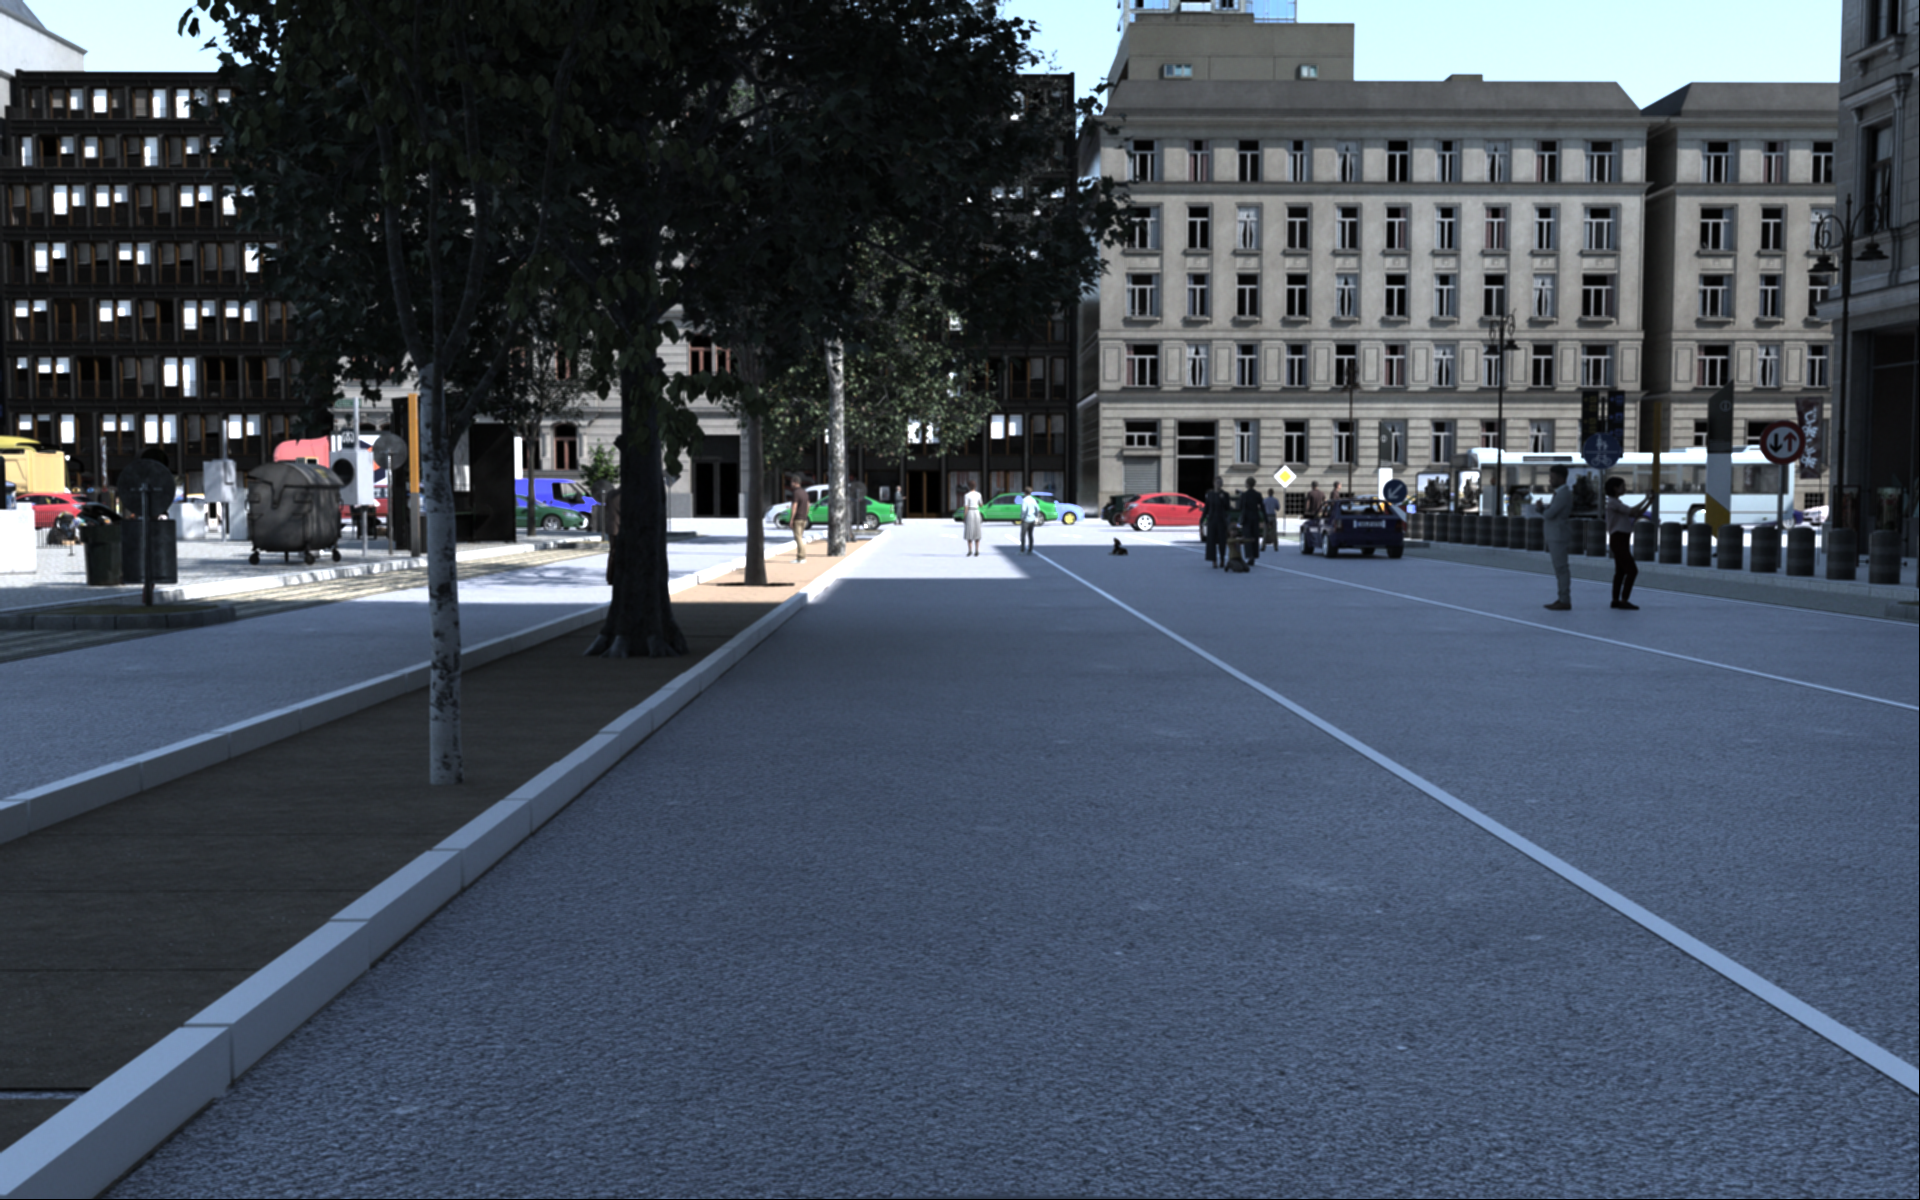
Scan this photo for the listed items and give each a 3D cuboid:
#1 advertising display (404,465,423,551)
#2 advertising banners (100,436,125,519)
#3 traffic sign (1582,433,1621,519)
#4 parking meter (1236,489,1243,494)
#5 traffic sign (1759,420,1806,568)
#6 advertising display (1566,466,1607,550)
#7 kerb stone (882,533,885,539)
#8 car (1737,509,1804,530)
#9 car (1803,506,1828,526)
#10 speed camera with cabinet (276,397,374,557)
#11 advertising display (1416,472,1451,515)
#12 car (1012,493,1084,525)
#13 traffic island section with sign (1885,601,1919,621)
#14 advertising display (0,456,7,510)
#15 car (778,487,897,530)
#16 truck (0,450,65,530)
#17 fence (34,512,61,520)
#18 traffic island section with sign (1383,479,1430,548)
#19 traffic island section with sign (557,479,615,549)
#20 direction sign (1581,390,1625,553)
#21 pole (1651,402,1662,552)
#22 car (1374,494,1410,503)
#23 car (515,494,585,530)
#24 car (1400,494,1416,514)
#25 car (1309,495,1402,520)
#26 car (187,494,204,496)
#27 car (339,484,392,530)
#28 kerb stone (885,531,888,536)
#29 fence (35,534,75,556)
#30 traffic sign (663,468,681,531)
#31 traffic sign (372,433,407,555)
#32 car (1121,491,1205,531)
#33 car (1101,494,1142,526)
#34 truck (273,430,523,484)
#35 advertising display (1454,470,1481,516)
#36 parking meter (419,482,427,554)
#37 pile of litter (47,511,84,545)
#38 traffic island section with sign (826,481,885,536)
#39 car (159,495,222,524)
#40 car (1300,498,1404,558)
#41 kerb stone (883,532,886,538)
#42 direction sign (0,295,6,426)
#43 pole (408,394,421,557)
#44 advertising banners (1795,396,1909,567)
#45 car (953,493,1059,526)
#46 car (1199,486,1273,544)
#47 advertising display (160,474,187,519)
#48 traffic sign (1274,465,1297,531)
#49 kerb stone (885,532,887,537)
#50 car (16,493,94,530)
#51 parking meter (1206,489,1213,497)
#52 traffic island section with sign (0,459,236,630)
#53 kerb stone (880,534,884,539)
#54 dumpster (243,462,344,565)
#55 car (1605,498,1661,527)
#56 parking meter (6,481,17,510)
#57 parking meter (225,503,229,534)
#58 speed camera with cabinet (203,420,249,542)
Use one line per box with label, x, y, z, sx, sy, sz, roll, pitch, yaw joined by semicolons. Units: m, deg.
advertising display;-12.003;-2.048;38.707;0.974;1.923;0.123;2;4;28
advertising banners;-25.547;-3.428;52.241;0.090;3.025;2.074;-3;5;-43
traffic sign;13.292;-2.193;35.958;0.768;2.556;0.104;0;4;7
parking meter;14.371;-4.940;89.176;0.372;1.533;0.369;0;3;0
traffic sign;14.185;-1.825;29.939;0.768;2.556;0.104;0;4;8
advertising display;14.221;-2.099;39.532;0.974;1.923;0.123;1;4;13
kerb stone;-2.445;-1.887;53.040;0.120;0.150;1.000;0;4;-1
car;31.973;-3.522;70.159;3.894;1.354;1.945;0;4;-2
car;40.213;-3.989;77.590;4.827;1.381;2.083;0;4;-1
speed camera with cabinet;-13.036;-2.515;35.463;2.038;3.252;0.660;1;4;18
advertising display;13.887;-2.792;50.856;0.974;1.923;0.123;1;4;17
car;3.982;-4.381;81.225;3.694;1.707;1.945;0;4;-1
traffic island section with sign;11.775;-0.678;19.707;1.989;1.847;2.006;0;4;-1
advertising display;-16.431;-1.455;28.996;0.974;1.923;0.123;1;4;10
car;-4.875;-3.680;68.960;4.718;1.807;1.959;0;4;1
truck;-40.734;-4.426;68.287;9.791;3.379;3.469;0;4;1
fence;-31.437;-2.678;59.159;2.069;0.683;0.278;0;4;2
traffic island section with sign;11.431;-2.331;46.743;1.989;1.847;2.006;0;4;-1
traffic island section with sign;-9.528;-2.288;46.036;1.989;1.847;2.006;0;4;-1
direction sign;14.063;-2.811;37.958;0.876;3.537;0.379;1;4;17
pole;15.451;-2.728;38.442;0.158;3.312;0.155;0;3;0
car;21.005;-4.423;82.544;3.980;1.641;2.015;0;4;0
car;-16.465;-3.222;64.477;4.920;1.459;2.131;0;4;-1
car;19.072;-3.764;71.139;3.694;1.707;1.945;0;4;-1
car;17.764;-3.971;76.921;4.499;1.417;2.014;0;4;-1
car;-35.365;-4.390;81.999;3.980;1.641;2.015;0;4;-2
car;-22.808;-3.564;66.950;5.304;1.827;2.281;0;3;0
kerb stone;-2.489;-2.071;56.128;0.120;0.150;1.000;0;4;-1
fence;-19.491;-1.251;35.830;2.069;0.683;0.278;-1;4;-20
traffic sign;-10.006;-3.428;59.686;0.795;2.450;0.064;0;4;-1
traffic sign;-11.986;-2.219;36.388;0.768;2.556;0.104;0;4;5
car;8.510;-3.563;67.302;4.494;1.783;2.155;0;4;-2
car;8.404;-4.143;77.525;4.222;1.686;2.009;0;4;-2
truck;-25.475;-5.421;77.539;11.283;4.237;2.839;0;4;-3
advertising display;13.616;-2.525;46.503;0.974;1.923;0.123;-3;4;-37
parking meter;-11.607;-1.775;37.428;0.372;1.533;0.369;0;3;0
pile of litter;-22.509;-1.847;44.160;1.176;0.858;1.719;2;4;24
traffic island section with sign;-3.580;-3.176;60.064;2.006;1.907;1.989;0;4;-1
car;-35.251;-4.092;79.261;4.827;1.381;2.083;0;4;-2
car;9.014;-1.682;40.078;1.945;1.354;3.894;0;4;-1
kerb stone;-2.456;-1.947;54.067;0.120;0.150;1.000;0;4;-1
direction sign;-11.315;-1.692;19.660;0.876;3.537;0.379;-1;4;-21
pole;-11.102;-2.532;35.239;0.158;3.312;0.155;0;3;0
advertising banners;15.670;-2.100;30.526;0.090;3.025;2.074;-2;4;-34
car;2.043;-4.187;77.261;4.718;1.807;1.959;0;4;-2
car;8.080;-2.506;50.754;2.009;1.686;4.222;0;4;0
advertising display;-25.872;-3.162;56.911;0.974;1.923;0.123;1;4;10
traffic sign;11.237;-3.443;59.936;0.795;2.450;0.064;0;4;-1
kerb stone;-2.469;-2.012;55.102;0.120;0.150;1.000;0;4;-1
car;-34.077;-3.353;63.866;4.494;1.783;2.155;0;4;-2
parking meter;12.587;-4.832;87.417;0.372;1.533;0.369;0;3;0
traffic island section with sign;-9.183;-0.639;19.083;1.989;1.847;2.006;0;4;-1
kerb stone;-2.427;-1.824;52.014;0.120;0.150;1.000;0;4;-1
dumpster;-12.298;-1.606;32.014;1.264;1.857;1.865;0;4;-1
car;23.392;-3.095;63.184;3.894;1.354;1.945;0;4;-1
parking meter;-17.264;-1.401;31.323;0.372;1.533;0.369;0;3;0
parking meter;-23.556;-2.903;55.873;0.372;1.533;0.369;0;3;0
speed camera with cabinet;-19.683;-3.223;47.036;0.660;3.252;2.038;1;4;11
